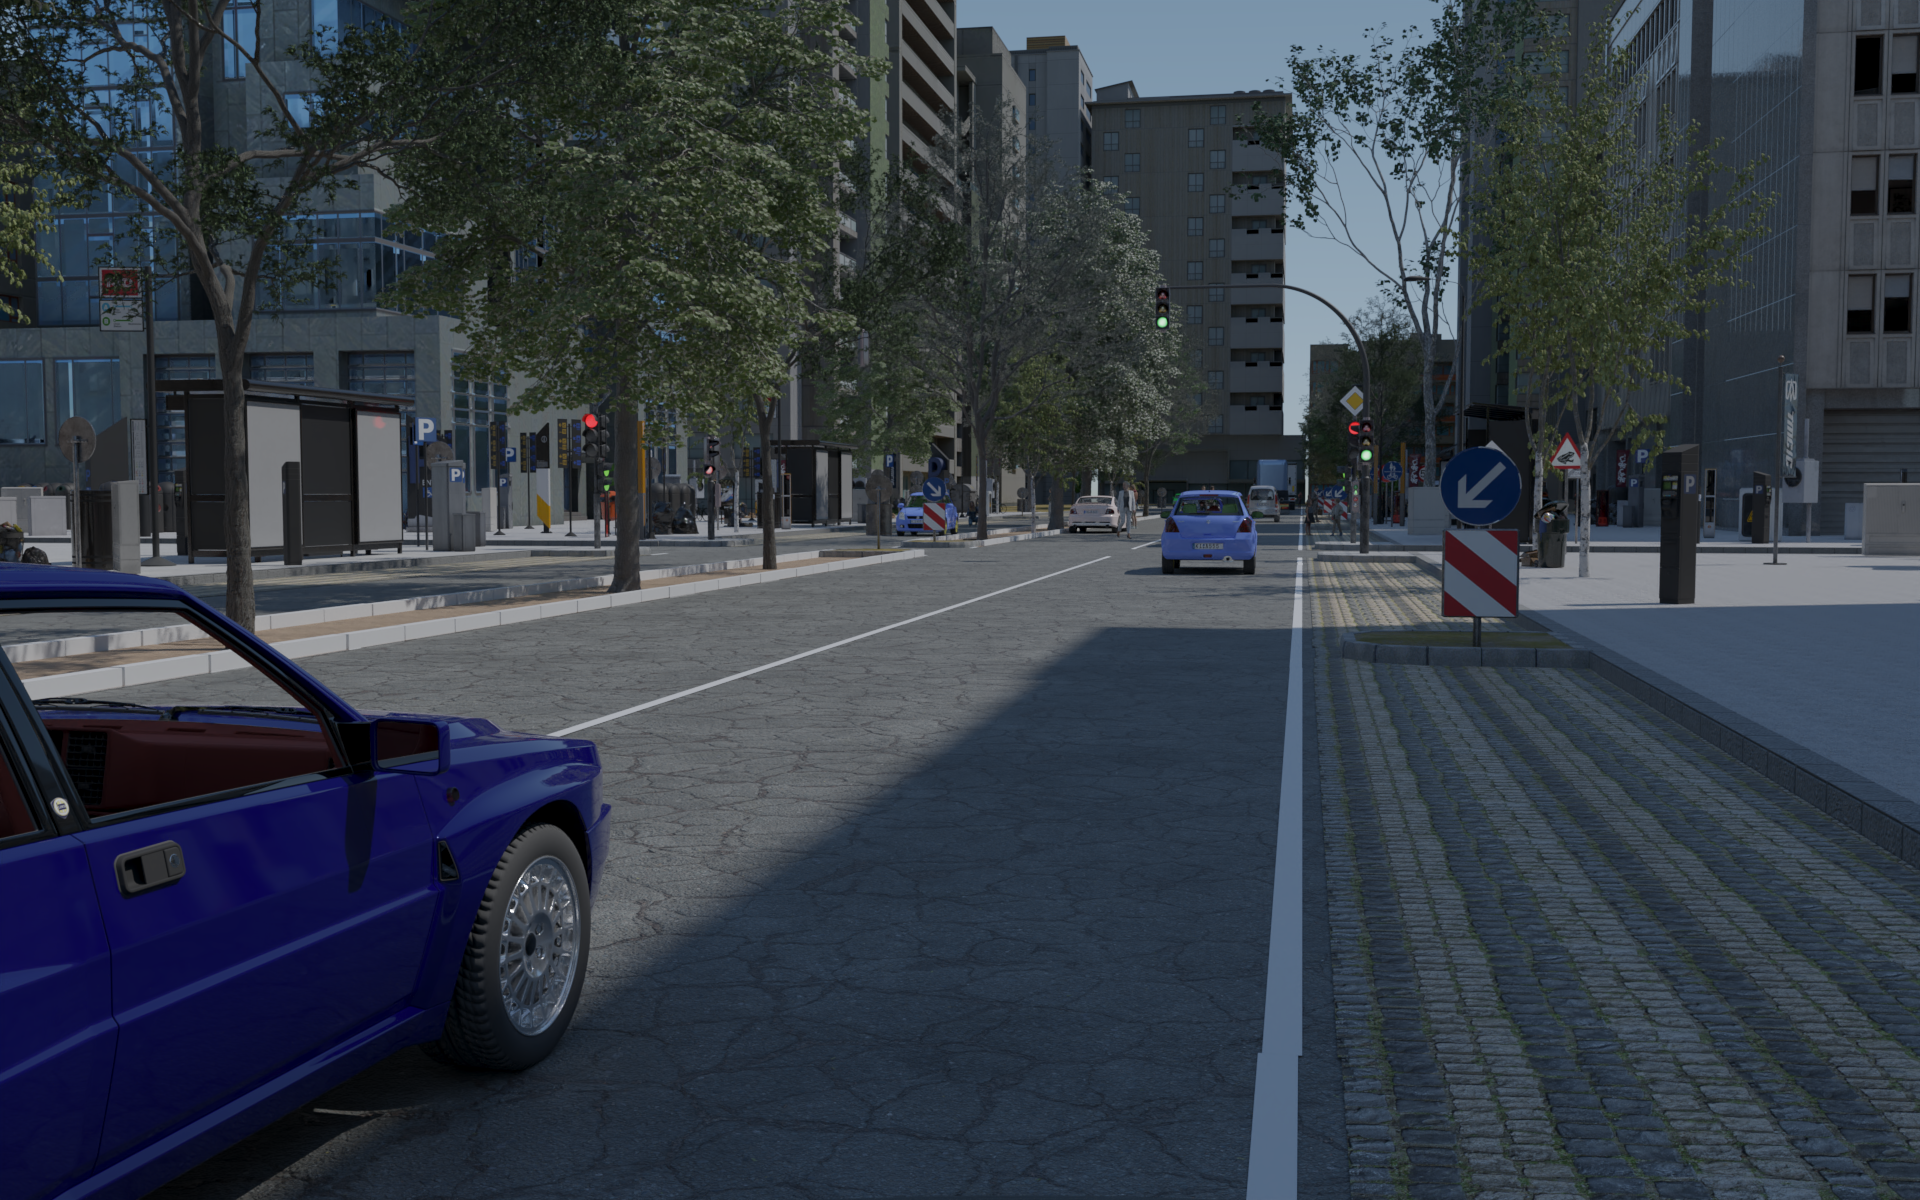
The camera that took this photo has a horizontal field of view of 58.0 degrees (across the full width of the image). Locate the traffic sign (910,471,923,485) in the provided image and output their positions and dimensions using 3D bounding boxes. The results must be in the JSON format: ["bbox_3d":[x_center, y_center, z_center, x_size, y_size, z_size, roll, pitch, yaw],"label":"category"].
[{"bbox_3d":[-2.370,-5.773,94.497,0.768,2.556,0.104,1,4,16],"label":"traffic sign"}]

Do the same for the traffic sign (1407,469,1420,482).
[{"bbox_3d":[20.746,-4.831,79.088,0.768,2.556,0.104,1,4,11],"label":"traffic sign"}]

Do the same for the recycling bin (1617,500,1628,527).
[{"bbox_3d":[26.424,-3.429,68.625,0.722,1.027,0.722,1,4,21],"label":"recycling bin"}]

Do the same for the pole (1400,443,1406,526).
[{"bbox_3d":[17.557,-4.576,68.666,0.158,3.312,0.155,0,3,0],"label":"pole"}]

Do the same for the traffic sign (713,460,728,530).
[{"bbox_3d":[-8.599,-3.752,61.455,0.768,2.556,0.104,1,4,20],"label":"traffic sign"}]

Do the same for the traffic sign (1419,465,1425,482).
[{"bbox_3d":[20.336,-4.624,75.702,0.768,2.556,0.104,1,4,17],"label":"traffic sign"}]

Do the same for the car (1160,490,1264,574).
[{"bbox_3d":[4.677,-1.388,32.279,1.945,1.707,3.694,1,4,10],"label":"car"}]

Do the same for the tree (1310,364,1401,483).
[{"bbox_3d":[31.706,-13.482,138.562,7.486,12.596,7.792,0,3,0],"label":"tree"}]

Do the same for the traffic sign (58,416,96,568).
[{"bbox_3d":[-14.484,-1.730,28.399,0.768,2.556,0.104,1,4,18],"label":"traffic sign"}]

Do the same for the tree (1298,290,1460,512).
[{"bbox_3d":[25.137,-11.888,104.737,12.009,13.543,11.850,0,3,0],"label":"tree"}]

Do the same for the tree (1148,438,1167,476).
[{"bbox_3d":[19.367,-15.995,195.933,8.767,10.594,7.601,-1,4,-17],"label":"tree"}]

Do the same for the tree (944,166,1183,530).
[{"bbox_3d":[3.825,-9.743,68.411,9.857,13.997,8.962,0,3,0],"label":"tree"}]

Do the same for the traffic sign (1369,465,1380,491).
[{"bbox_3d":[18.462,-4.671,76.475,0.768,2.556,0.104,1,4,20],"label":"traffic sign"}]

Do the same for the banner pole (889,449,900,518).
[{"bbox_3d":[-3.495,-6.296,92.953,0.863,3.779,0.401,-1,4,-18],"label":"banner pole"}]

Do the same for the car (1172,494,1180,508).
[{"bbox_3d":[23.499,-10.685,183.491,1.959,1.807,4.718,1,4,10],"label":"car"}]

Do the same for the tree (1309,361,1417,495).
[{"bbox_3d":[29.146,-12.201,125.248,9.928,11.665,9.643,0,3,0],"label":"tree"}]

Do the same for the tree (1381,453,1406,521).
[{"bbox_3d":[20.370,-5.326,81.689,1.663,3.219,1.824,0,3,0],"label":"tree"}]

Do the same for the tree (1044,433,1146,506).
[{"bbox_3d":[9.485,-12.606,140.519,7.601,10.594,8.767,-1,4,-19],"label":"tree"}]

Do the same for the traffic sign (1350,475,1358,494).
[{"bbox_3d":[25.667,-6.931,113.429,0.768,2.556,0.104,1,4,20],"label":"traffic sign"}]

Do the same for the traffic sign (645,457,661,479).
[{"bbox_3d":[-10.594,-3.616,59.236,0.768,2.556,0.104,1,4,13],"label":"traffic sign"}]

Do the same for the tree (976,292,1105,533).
[{"bbox_3d":[2.612,-6.634,61.287,4.737,8.622,4.395,0,3,0],"label":"tree"}]

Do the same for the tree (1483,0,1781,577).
[{"bbox_3d":[9.691,-4.639,26.212,4.737,8.622,4.395,0,3,0],"label":"tree"}]

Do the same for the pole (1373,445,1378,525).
[{"bbox_3d":[17.402,-4.811,72.499,0.158,3.312,0.155,0,3,0],"label":"pole"}]

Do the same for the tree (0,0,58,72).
[{"bbox_3d":[-7.846,-3.499,10.033,4.360,8.622,3.978,0,3,0],"label":"tree"}]

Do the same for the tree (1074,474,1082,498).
[{"bbox_3d":[10.520,-9.718,153.483,1.663,3.219,1.824,0,3,0],"label":"tree"}]

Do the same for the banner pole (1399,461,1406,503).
[{"bbox_3d":[29.046,-7.566,113.719,0.863,3.779,0.401,1,4,9],"label":"banner pole"}]

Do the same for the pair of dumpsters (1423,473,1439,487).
[{"bbox_3d":[22.388,-4.777,80.598,1.574,2.255,4.437,1,4,11],"label":"pair of dumpsters"}]

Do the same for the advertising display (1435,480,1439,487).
[{"bbox_3d":[21.459,-4.451,77.984,0.974,1.923,0.123,1,4,10],"label":"advertising display"}]

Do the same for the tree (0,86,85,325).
[{"bbox_3d":[-14.723,-4.558,24.880,4.737,8.622,4.395,0,3,0],"label":"tree"}]

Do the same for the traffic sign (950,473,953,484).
[{"bbox_3d":[-0.768,-6.073,99.399,0.768,2.556,0.104,1,4,21],"label":"traffic sign"}]

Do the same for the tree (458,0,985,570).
[{"bbox_3d":[-3.505,-5.865,32.759,8.767,10.594,7.601,1,4,11],"label":"tree"}]

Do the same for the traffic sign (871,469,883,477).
[{"bbox_3d":[-4.213,-5.423,88.771,0.768,2.556,0.104,1,4,15],"label":"traffic sign"}]

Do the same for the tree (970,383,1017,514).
[{"bbox_3d":[2.509,-9.749,109.759,4.360,8.622,3.978,0,3,0],"label":"tree"}]

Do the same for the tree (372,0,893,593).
[{"bbox_3d":[-4.860,-6.398,25.189,7.486,12.596,7.792,0,3,0],"label":"tree"}]

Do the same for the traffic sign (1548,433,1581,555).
[{"bbox_3d":[12.844,-2.244,36.699,0.884,2.594,0.081,1,4,18],"label":"traffic sign"}]

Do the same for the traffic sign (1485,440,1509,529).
[{"bbox_3d":[11.378,-2.198,37.129,0.795,2.450,0.064,1,4,14],"label":"traffic sign"}]

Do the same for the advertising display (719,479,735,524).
[{"bbox_3d":[-9.966,-4.221,74.221,0.974,1.923,0.123,3,5,45],"label":"advertising display"}]

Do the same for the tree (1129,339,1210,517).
[{"bbox_3d":[11.697,-10.984,107.803,9.928,11.665,9.643,0,3,0],"label":"tree"}]

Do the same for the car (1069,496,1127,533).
[{"bbox_3d":[5.185,-3.199,64.668,2.083,1.381,4.827,1,4,11],"label":"car"}]

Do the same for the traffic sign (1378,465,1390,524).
[{"bbox_3d":[18.228,-4.519,73.992,0.768,2.556,0.104,1,4,15],"label":"traffic sign"}]

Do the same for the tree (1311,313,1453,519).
[{"bbox_3d":[21.774,-9.459,89.064,7.601,10.594,8.767,0,4,-1],"label":"tree"}]

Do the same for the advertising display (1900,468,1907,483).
[{"bbox_3d":[23.712,-2.346,43.566,0.123,1.923,0.974,2,4,26],"label":"advertising display"}]

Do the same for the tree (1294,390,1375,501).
[{"bbox_3d":[42.386,-17.578,194.062,9.857,13.997,8.962,0,3,0],"label":"tree"}]

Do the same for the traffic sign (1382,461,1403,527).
[{"bbox_3d":[16.839,-4.120,67.463,0.768,2.556,0.104,1,4,19],"label":"traffic sign"}]

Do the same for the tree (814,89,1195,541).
[{"bbox_3d":[0.688,-8.554,52.690,12.009,13.543,11.850,0,3,0],"label":"tree"}]

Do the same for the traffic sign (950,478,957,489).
[{"bbox_3d":[-0.587,-6.553,107.152,0.884,2.594,0.081,1,4,18],"label":"traffic sign"}]

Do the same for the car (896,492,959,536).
[{"bbox_3d":[-1.126,-3.083,59.992,1.945,1.707,3.694,1,4,9],"label":"car"}]

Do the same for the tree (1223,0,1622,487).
[{"bbox_3d":[15.165,-12.336,57.587,12.611,20.169,13.585,0,3,0],"label":"tree"}]

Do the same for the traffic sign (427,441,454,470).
[{"bbox_3d":[-12.585,-2.551,41.812,0.768,2.556,0.104,1,4,12],"label":"traffic sign"}]

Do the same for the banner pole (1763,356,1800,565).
[{"bbox_3d":[15.014,-2.539,31.527,0.863,3.779,0.401,-3,4,-36],"label":"banner pole"}]

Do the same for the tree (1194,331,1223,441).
[{"bbox_3d":[9.439,-11.189,95.766,12.009,13.543,11.850,0,3,0],"label":"tree"}]

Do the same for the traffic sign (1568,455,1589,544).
[{"bbox_3d":[15.918,-2.602,44.681,0.606,2.300,0.079,1,4,12],"label":"traffic sign"}]

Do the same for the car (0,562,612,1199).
[{"bbox_3d":[-2.134,0.564,3.361,1.945,1.354,3.894,1,4,13],"label":"car"}]

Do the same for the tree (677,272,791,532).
[{"bbox_3d":[-7.542,-6.577,57.900,4.737,8.622,4.395,0,3,0],"label":"tree"}]

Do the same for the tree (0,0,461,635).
[{"bbox_3d":[-6.506,-4.833,15.896,8.767,10.594,7.601,1,4,11],"label":"tree"}]

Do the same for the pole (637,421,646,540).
[{"bbox_3d":[-8.882,-3.331,48.313,0.158,3.312,0.155,0,3,0],"label":"pole"}]

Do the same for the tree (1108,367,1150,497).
[{"bbox_3d":[7.629,-8.168,86.368,4.737,8.622,4.395,0,3,0],"label":"tree"}]

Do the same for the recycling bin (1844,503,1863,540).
[{"bbox_3d":[25.363,-2.219,48.839,0.722,1.027,0.722,2,4,28],"label":"recycling bin"}]

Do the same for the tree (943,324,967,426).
[{"bbox_3d":[-3.098,-10.035,82.196,7.486,12.596,7.792,0,3,0],"label":"tree"}]
